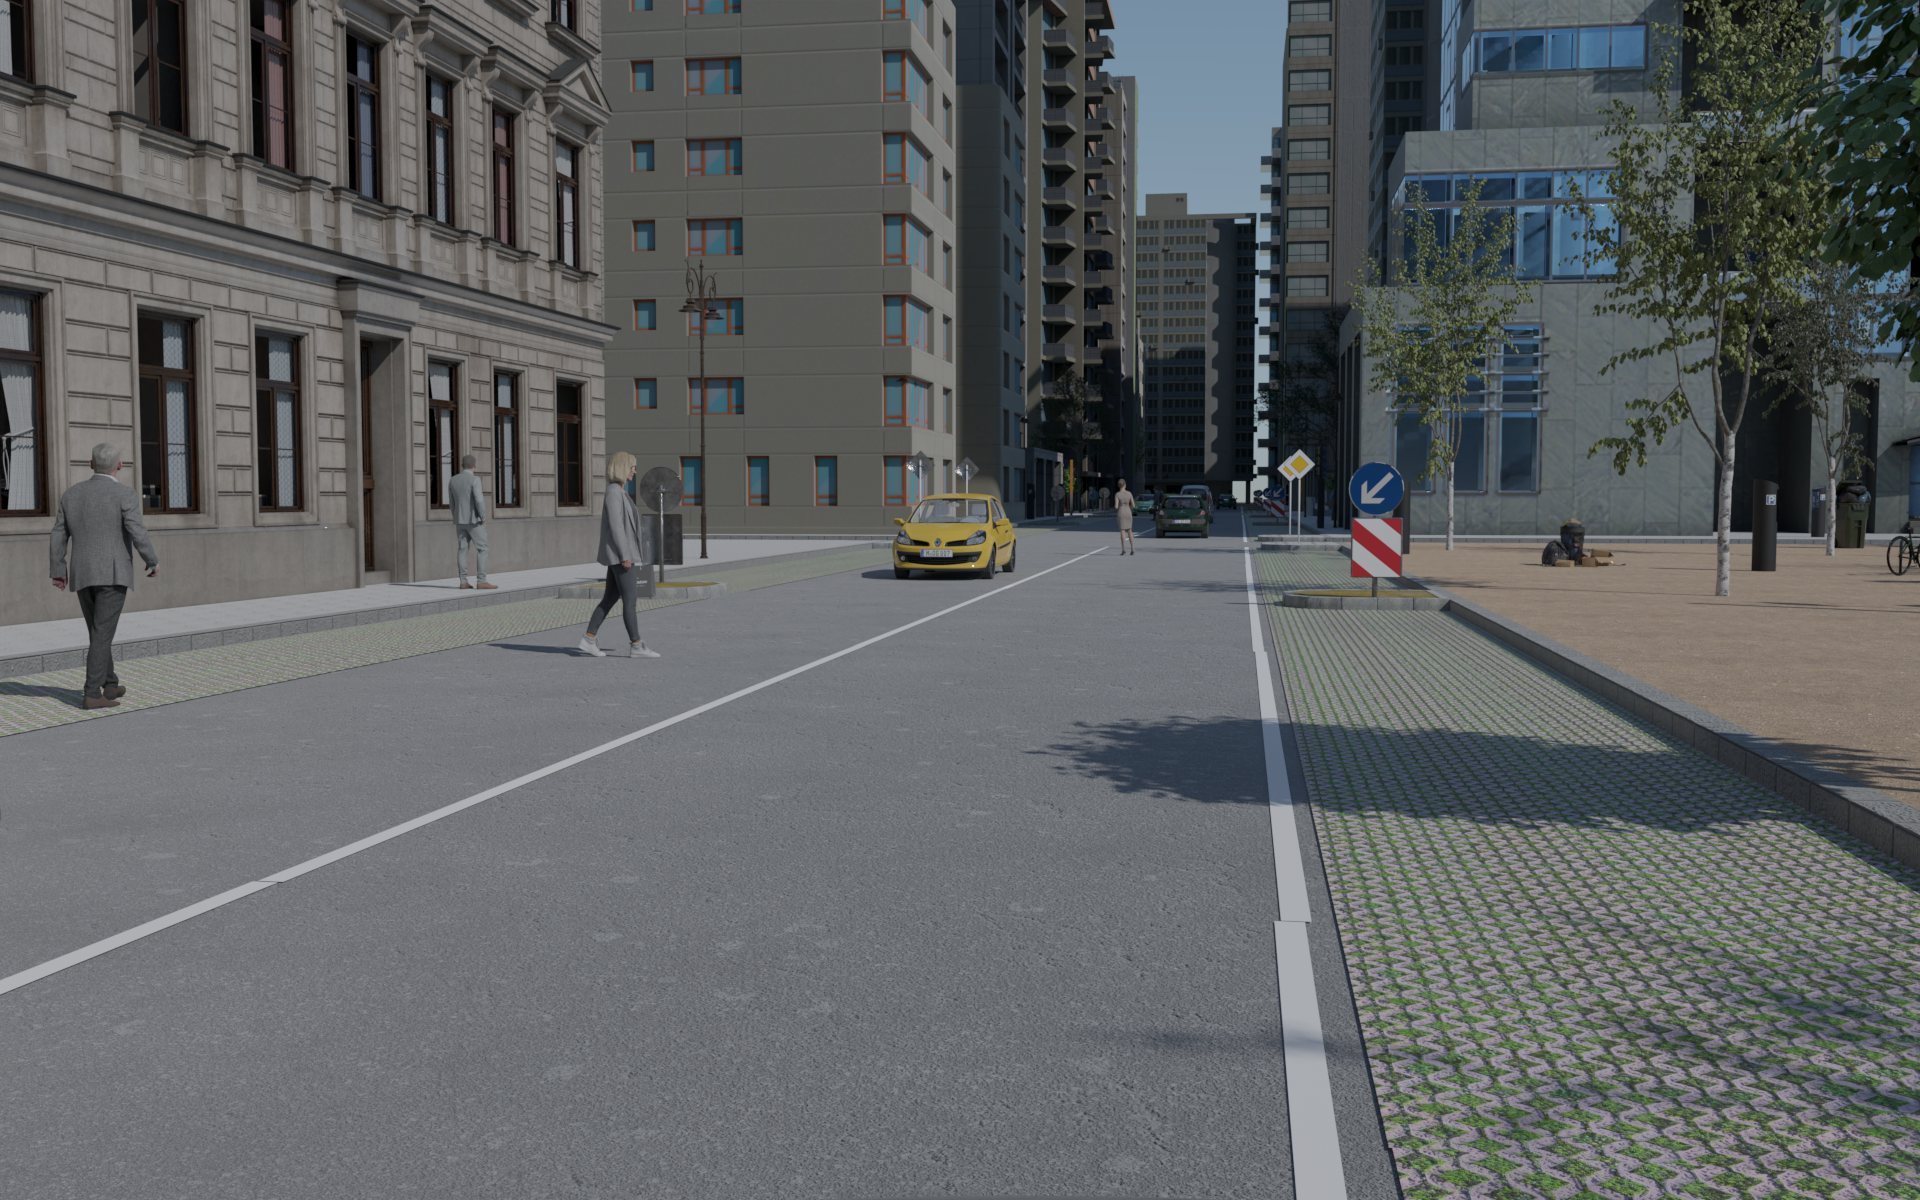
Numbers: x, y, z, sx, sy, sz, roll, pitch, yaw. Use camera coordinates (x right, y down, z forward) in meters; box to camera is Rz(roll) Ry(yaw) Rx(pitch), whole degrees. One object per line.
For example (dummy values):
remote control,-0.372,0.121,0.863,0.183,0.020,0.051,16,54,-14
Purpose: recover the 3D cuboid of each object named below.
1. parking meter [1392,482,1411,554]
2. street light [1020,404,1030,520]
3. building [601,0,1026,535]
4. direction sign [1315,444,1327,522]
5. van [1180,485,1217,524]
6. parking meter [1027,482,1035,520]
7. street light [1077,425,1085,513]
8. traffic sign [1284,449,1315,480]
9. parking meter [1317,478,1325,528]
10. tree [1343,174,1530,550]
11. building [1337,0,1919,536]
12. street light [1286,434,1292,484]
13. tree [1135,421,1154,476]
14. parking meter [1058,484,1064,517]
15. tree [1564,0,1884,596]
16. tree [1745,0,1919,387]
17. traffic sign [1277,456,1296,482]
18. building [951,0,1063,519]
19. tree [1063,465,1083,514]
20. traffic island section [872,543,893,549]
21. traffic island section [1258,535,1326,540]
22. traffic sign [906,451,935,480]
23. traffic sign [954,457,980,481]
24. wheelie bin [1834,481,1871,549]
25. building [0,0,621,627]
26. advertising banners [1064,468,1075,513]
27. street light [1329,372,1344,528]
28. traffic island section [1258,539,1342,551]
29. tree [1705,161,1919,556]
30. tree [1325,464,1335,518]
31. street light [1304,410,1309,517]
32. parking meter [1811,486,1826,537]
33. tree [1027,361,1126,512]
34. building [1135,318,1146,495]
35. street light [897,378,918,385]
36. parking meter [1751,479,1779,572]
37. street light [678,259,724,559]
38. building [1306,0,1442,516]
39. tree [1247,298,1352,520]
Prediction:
parking meter,9.435,-1.750,37.028,0.372,1.533,0.369,0,3,0
street light,3.172,-6.894,85.504,0.468,5.910,1.993,1,4,9
building,-12.854,-13.764,70.087,27.650,21.520,28.899,1,4,9
direction sign,16.289,-5.273,78.218,0.876,3.537,0.379,-3,5,-44
van,11.623,-4.788,85.303,2.013,2.044,4.112,1,4,10
parking meter,3.580,-4.981,87.146,0.399,1.863,0.255,1,4,14
street light,8.089,-8.770,116.174,0.468,5.910,1.993,1,4,9
traffic sign,8.789,-2.605,44.781,0.795,2.593,0.064,1,4,9
parking meter,13.526,-3.621,64.911,0.255,1.863,0.399,1,4,11
tree,10.967,-5.447,39.427,4.737,8.622,4.395,0,3,0
building,29.647,-45.727,60.309,31.000,86.520,22.319,1,4,9
street light,23.926,-9.370,125.985,0.468,5.910,1.993,1,4,9
tree,17.328,-13.722,174.710,4.737,8.622,4.395,0,3,0
parking meter,5.686,-5.616,97.536,0.255,1.863,0.399,1,4,14
tree,9.643,-4.368,21.773,4.737,8.622,4.395,0,3,0
tree,4.764,-1.413,6.809,4.285,4.588,4.351,0,3,0
traffic sign,10.063,-3.087,52.665,0.795,2.593,0.064,1,4,9
building,-4.553,-40.495,100.350,20.563,71.187,20.611,1,4,9
tree,7.083,-7.289,113.769,1.663,3.219,1.824,0,3,0
traffic island section,-1.099,-1.479,46.462,2.009,0.180,2.903,1,4,9
traffic island section,10.088,-1.863,52.743,2.009,0.180,2.903,1,4,9
traffic sign,-1.075,-2.703,46.391,0.795,2.593,0.064,1,4,9
traffic sign,0.200,-3.186,54.274,0.795,2.593,0.064,1,4,9
wheelie bin,21.054,-2.021,40.944,0.980,1.594,0.693,-1,4,-16
building,-12.709,-9.777,24.481,10.561,19.102,19.286,1,4,9
advertising banners,6.787,-7.426,117.608,2.074,3.025,0.090,1,4,20
street light,14.219,-5.669,65.475,0.468,5.910,1.993,1,4,9
traffic island section,8.813,-1.381,44.860,2.009,0.180,2.903,1,4,9
tree,17.876,-5.220,35.713,4.360,8.622,3.978,0,3,0
tree,20.701,-6.097,94.285,1.663,3.219,1.824,0,3,0
street light,19.061,-7.502,95.449,0.468,5.910,1.993,1,4,9
parking meter,25.535,-2.636,51.511,0.372,1.533,0.369,0,3,0
tree,8.200,-11.503,122.481,7.601,10.594,8.767,0,4,2
building,5.399,-21.289,193.113,28.899,21.520,27.650,1,4,9
street light,-1.691,-5.042,55.217,0.468,5.910,1.993,1,4,9
parking meter,13.377,-1.246,28.785,0.372,1.533,0.369,0,3,0
street light,-5.094,-3.761,34.275,0.468,5.910,1.993,1,4,9
building,37.491,-25.182,103.612,32.217,40.220,23.993,1,4,9
tree,18.068,-9.104,83.255,8.767,10.594,7.601,0,4,6
